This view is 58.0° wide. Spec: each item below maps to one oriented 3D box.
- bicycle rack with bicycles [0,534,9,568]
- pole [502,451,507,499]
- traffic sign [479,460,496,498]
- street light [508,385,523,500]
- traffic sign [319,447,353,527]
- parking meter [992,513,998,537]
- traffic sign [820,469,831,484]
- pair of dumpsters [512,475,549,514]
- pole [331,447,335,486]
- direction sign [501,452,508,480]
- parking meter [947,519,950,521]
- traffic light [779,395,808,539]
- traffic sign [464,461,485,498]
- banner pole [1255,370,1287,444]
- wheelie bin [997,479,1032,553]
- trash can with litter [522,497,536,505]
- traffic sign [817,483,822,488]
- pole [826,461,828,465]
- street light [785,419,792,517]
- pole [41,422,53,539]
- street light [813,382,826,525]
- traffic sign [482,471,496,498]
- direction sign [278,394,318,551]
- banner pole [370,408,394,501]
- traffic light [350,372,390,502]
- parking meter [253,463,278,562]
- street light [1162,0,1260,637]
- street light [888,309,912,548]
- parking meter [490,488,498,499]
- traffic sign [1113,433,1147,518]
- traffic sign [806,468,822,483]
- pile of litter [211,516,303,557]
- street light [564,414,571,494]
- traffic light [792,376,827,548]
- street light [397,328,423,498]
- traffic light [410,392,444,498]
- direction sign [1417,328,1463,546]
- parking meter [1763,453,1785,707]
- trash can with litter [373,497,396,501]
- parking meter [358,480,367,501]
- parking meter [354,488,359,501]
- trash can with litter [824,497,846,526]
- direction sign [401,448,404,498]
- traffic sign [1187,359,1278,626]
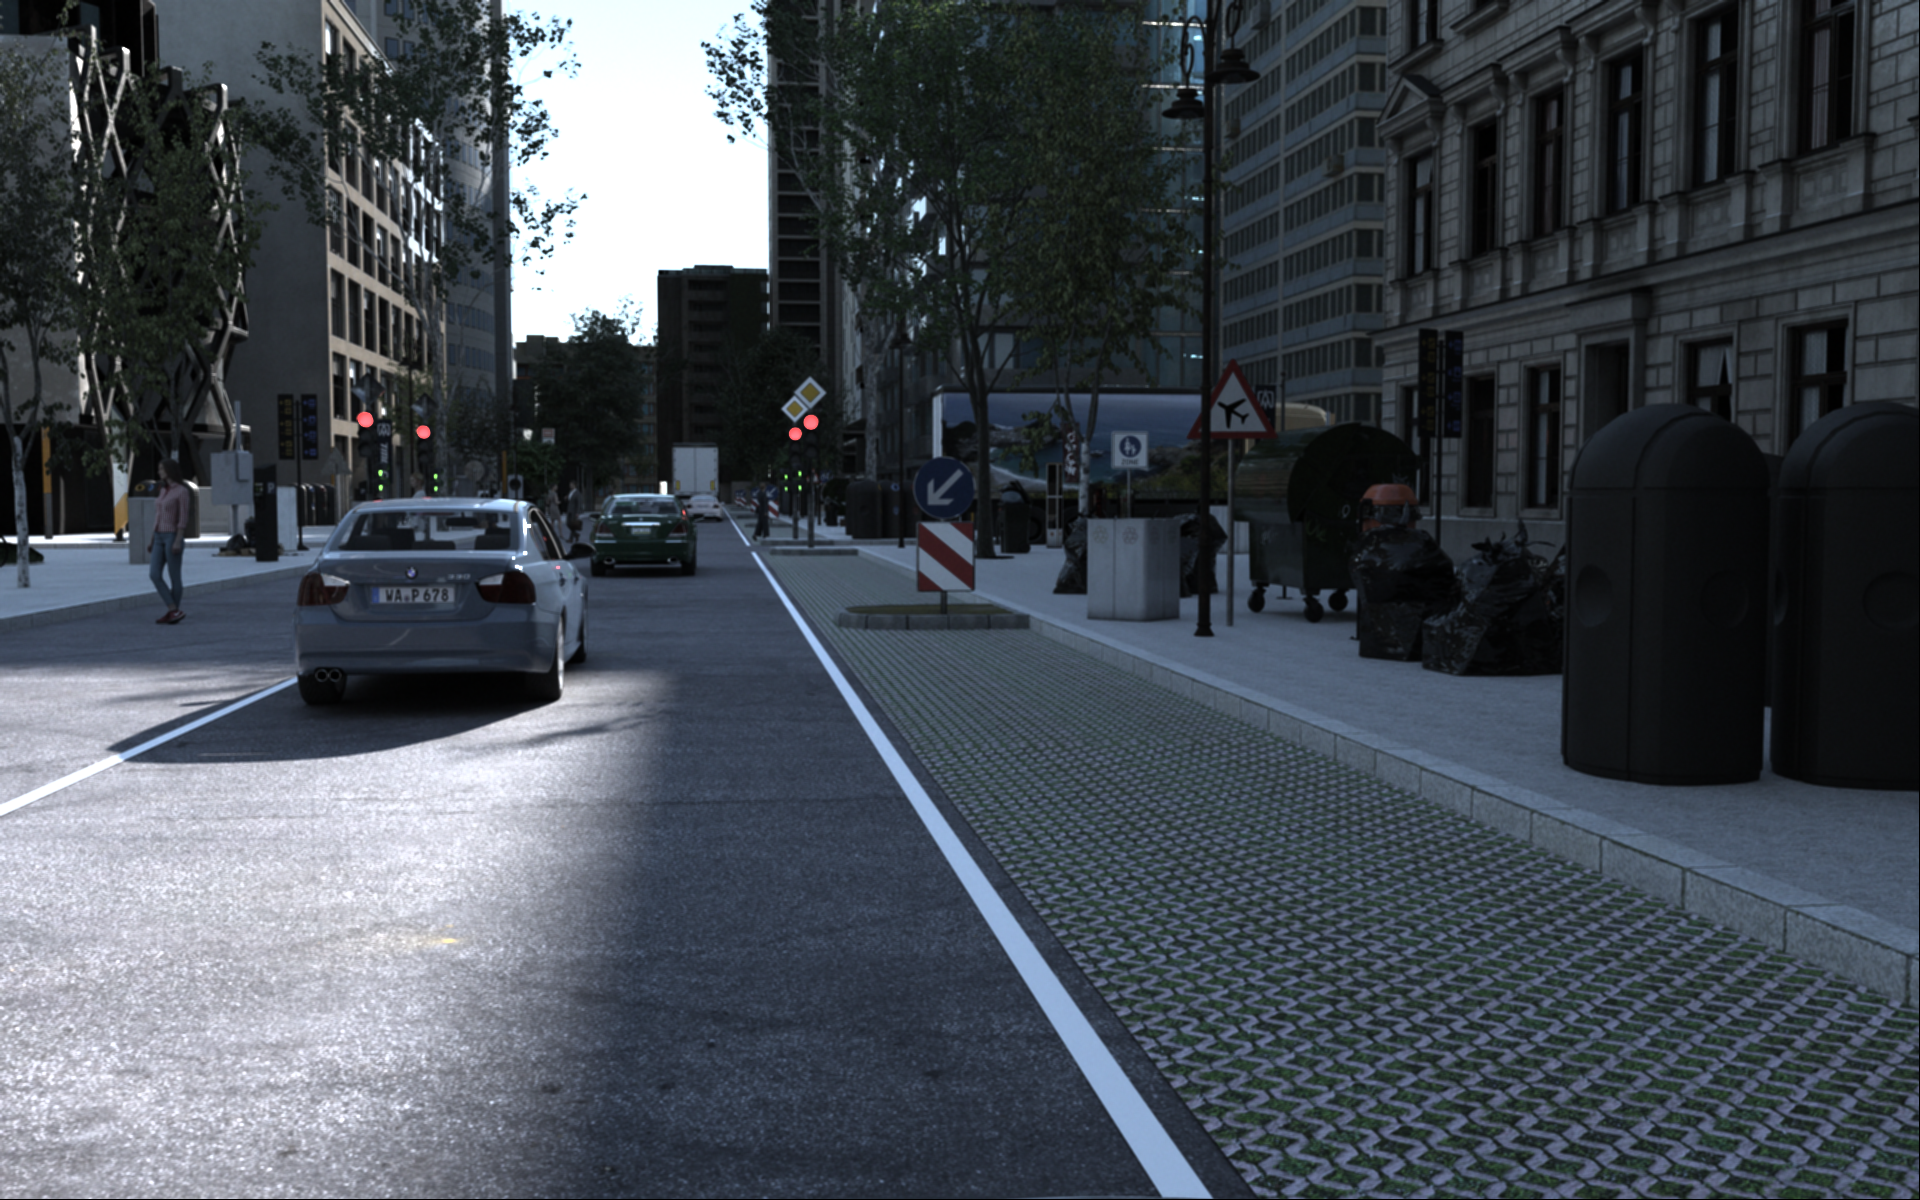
[{"bbox_3d":[-17.157,-0.926,28.530,2.852,0.926,2.925,2,4,31],"label":"bicycle rack with bicycles"},{"bbox_3d":[-21.533,-5.386,81.898,0.158,3.312,0.155,0,3,0],"label":"pole"},{"bbox_3d":[-18.294,-4.076,66.650,0.884,2.594,0.081,0,4,-3],"label":"traffic sign"},{"bbox_3d":[-18.896,-6.172,73.694,0.468,5.910,1.993,0,4,-8],"label":"street light"},{"bbox_3d":[-17.058,-2.896,47.348,0.884,2.594,0.081,0,4,-7],"label":"traffic sign"},{"bbox_3d":[0.978,-2.800,51.495,0.399,1.863,0.255,0,4,1],"label":"parking meter"},{"bbox_3d":[-6.744,-5.328,87.225,0.768,2.556,0.104,0,4,-6],"label":"traffic sign"},{"bbox_3d":[-21.117,-5.039,84.878,1.574,2.255,4.437,0,4,-8],"label":"pair of dumpsters"},{"bbox_3d":[-27.011,-4.946,74.708,0.158,3.312,0.155,0,3,0],"label":"pole"},{"bbox_3d":[-24.789,-6.262,94.382,0.379,3.537,0.876,0,4,6],"label":"direction sign"},{"bbox_3d":[-0.526,-3.182,60.433,0.372,1.533,0.369,0,3,0],"label":"parking meter"},{"bbox_3d":[-4.707,-3.689,49.228,0.839,4.253,0.868,0,4,-8],"label":"traffic light"},{"bbox_3d":[-18.532,-4.036,66.103,0.768,2.556,0.104,0,4,-6],"label":"traffic sign"},{"bbox_3d":[6.305,-2.750,34.986,0.863,3.779,0.401,-1,4,-17],"label":"banner pole"},{"bbox_3d":[1.177,-1.818,37.633,0.693,1.594,0.980,-1,4,-12],"label":"wheelie bin"},{"bbox_3d":[-19.263,-4.046,77.534,0.624,1.170,1.055,0,4,1],"label":"trash can with litter"},{"bbox_3d":[-8.680,-6.405,105.901,0.795,2.450,0.064,0,4,-4],"label":"traffic sign"},{"bbox_3d":[-8.278,-6.948,107.442,0.158,3.312,0.155,0,3,0],"label":"pole"},{"bbox_3d":[-9.525,-7.605,97.126,0.468,5.910,1.993,0,4,-8],"label":"street light"},{"bbox_3d":[-25.879,-3.379,49.092,0.158,3.312,0.155,0,3,0],"label":"pole"},{"bbox_3d":[-5.814,-6.033,71.431,0.468,5.910,1.993,0,4,-8],"label":"street light"},{"bbox_3d":[-20.509,-4.483,75.427,0.606,2.300,0.079,0,4,-5],"label":"traffic sign"},{"bbox_3d":[-15.013,-2.895,39.333,0.876,3.537,0.379,0,4,0],"label":"direction sign"},{"bbox_3d":[-17.038,-3.719,50.828,0.863,3.779,0.401,-3,4,-38],"label":"banner pole"},{"bbox_3d":[-13.594,-3.117,39.891,0.839,4.253,0.868,0,4,-8],"label":"traffic light"},{"bbox_3d":[-13.200,-1.664,32.923,0.255,1.863,0.399,1,4,18],"label":"parking meter"},{"bbox_3d":[2.208,-2.612,15.490,0.468,5.910,1.993,0,4,-8],"label":"street light"},{"bbox_3d":[-1.402,-4.188,41.264,0.468,5.910,1.993,0,4,-8],"label":"street light"},{"bbox_3d":[-20.584,-4.160,76.431,0.372,1.533,0.369,0,3,0],"label":"parking meter"},{"bbox_3d":[2.780,-1.609,28.430,0.606,2.300,0.079,0,4,-8],"label":"traffic sign"},{"bbox_3d":[-7.215,-5.195,84.945,0.884,2.594,0.081,0,4,-4],"label":"traffic sign"},{"bbox_3d":[-14.594,-1.348,36.003,1.719,0.858,1.176,-1,4,-9],"label":"pile of litter"},{"bbox_3d":[-22.601,-7.771,99.840,0.468,5.910,1.993,0,4,-8],"label":"street light"},{"bbox_3d":[-3.585,-3.205,41.322,0.839,4.253,0.868,0,4,-8],"label":"traffic light"},{"bbox_3d":[-15.297,-4.619,48.307,0.468,5.910,1.993,0,4,-8],"label":"street light"},{"bbox_3d":[-14.716,-3.601,47.797,0.839,4.253,0.868,0,4,-8],"label":"traffic light"},{"bbox_3d":[6.637,-1.956,23.985,0.876,3.537,0.379,-2,4,-34],"label":"direction sign"},{"bbox_3d":[5.003,-0.128,10.502,0.372,1.533,0.369,0,3,0],"label":"parking meter"},{"bbox_3d":[-20.901,-3.129,62.550,0.624,1.170,1.055,0,4,7],"label":"trash can with litter"},{"bbox_3d":[-25.100,-4.111,72.933,0.399,1.863,0.255,0,4,2],"label":"parking meter"},{"bbox_3d":[-26.268,-4.115,75.685,0.372,1.533,0.369,0,3,0],"label":"parking meter"},{"bbox_3d":[-4.871,-3.523,68.993,1.055,1.170,0.624,1,4,13],"label":"trash can with litter"},{"bbox_3d":[-27.469,-5.708,85.325,0.379,3.537,0.876,-1,4,-12],"label":"direction sign"},{"bbox_3d":[2.623,-1.025,16.763,0.884,2.594,0.081,0,4,-3],"label":"traffic sign"}]
